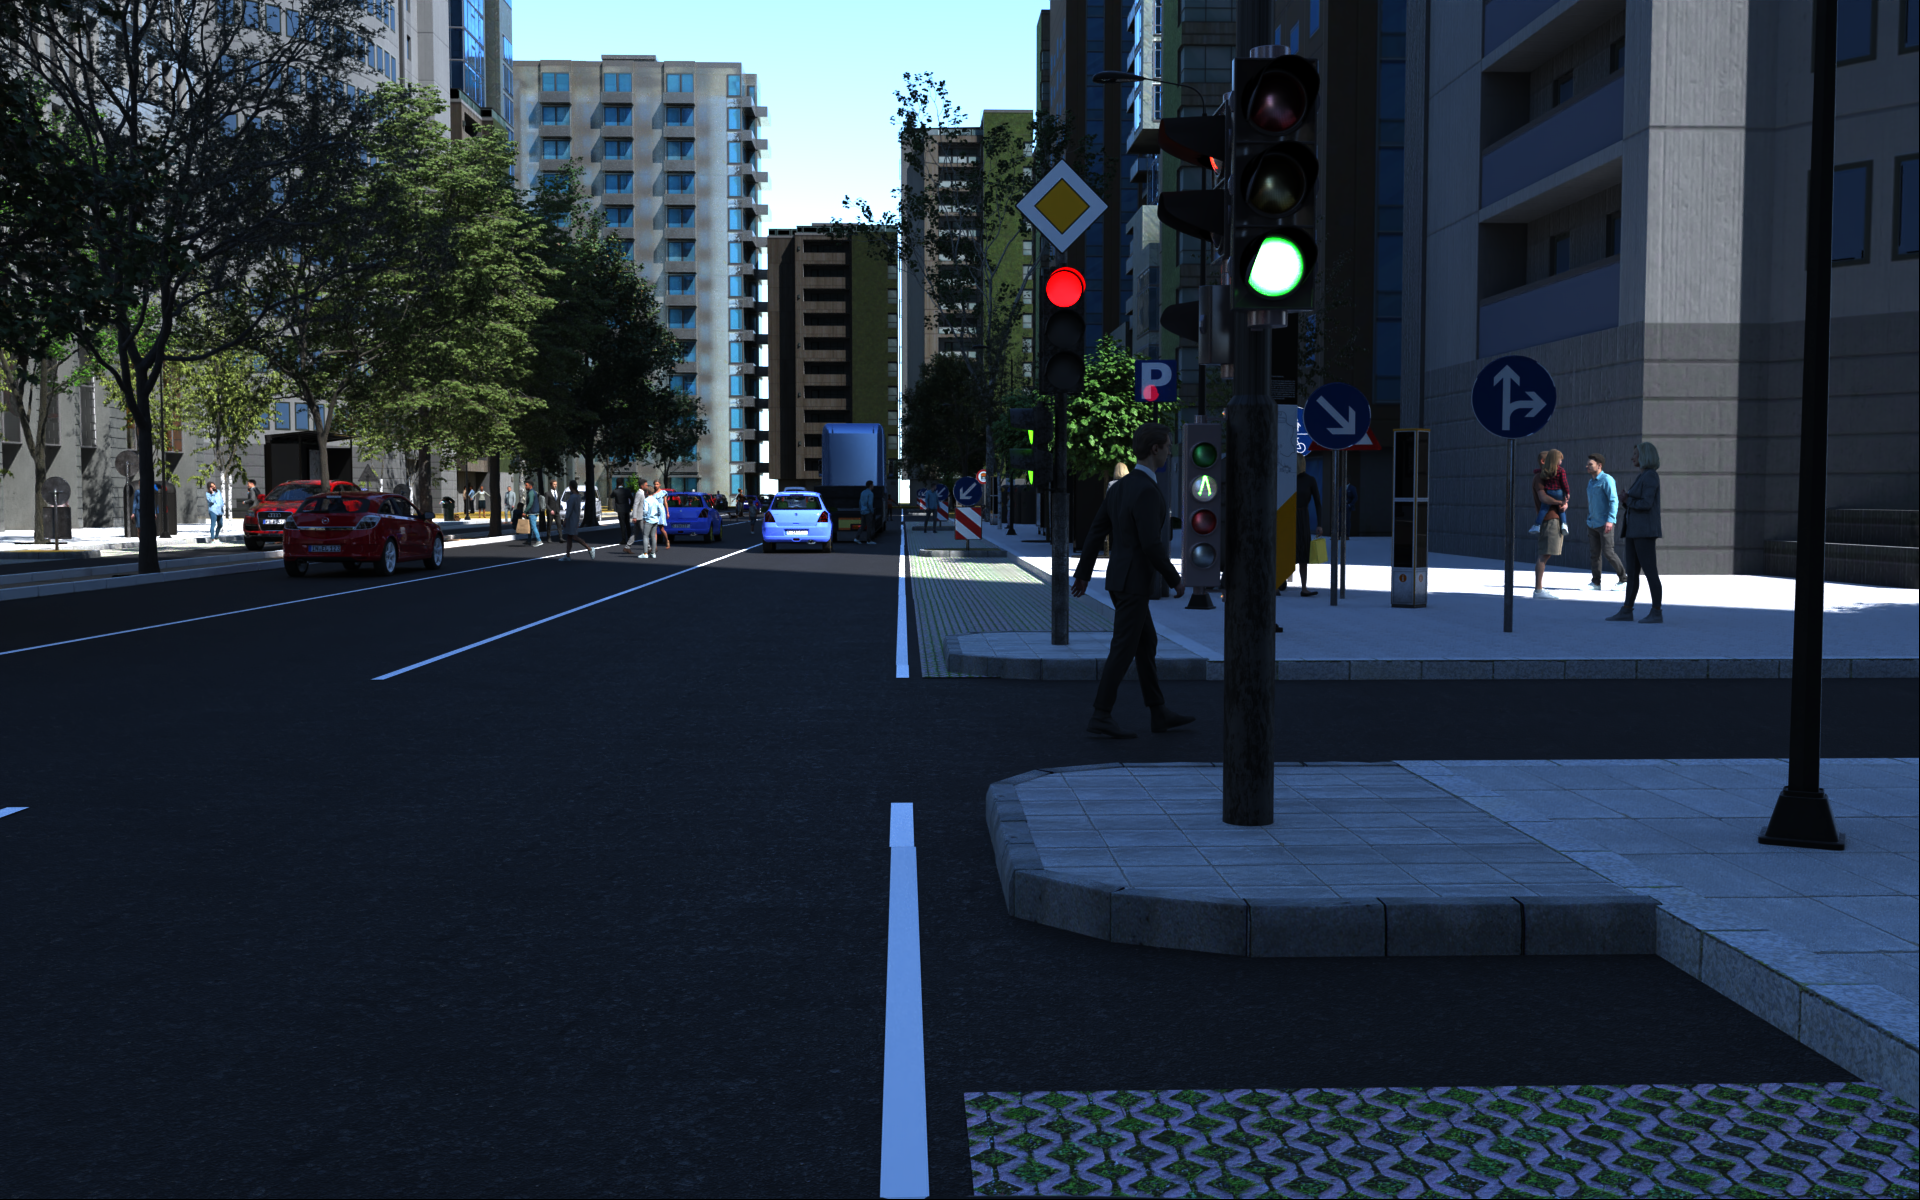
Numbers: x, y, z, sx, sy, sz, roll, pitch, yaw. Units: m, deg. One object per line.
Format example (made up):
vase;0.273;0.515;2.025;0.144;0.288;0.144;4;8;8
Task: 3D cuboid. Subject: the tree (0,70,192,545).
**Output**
tree;-23.529;-7.216;43.745;9.928;11.665;9.643;0;3;0

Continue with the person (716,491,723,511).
person;-20.266;-8.296;145.070;0.756;1.711;0.436;3;5;43

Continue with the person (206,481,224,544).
person;-21.410;-2.507;49.762;0.793;1.790;0.793;-1;4;-15

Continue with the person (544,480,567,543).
person;-11.775;-2.576;50.393;0.755;1.850;0.659;3;5;45

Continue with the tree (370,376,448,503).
tree;-24.396;-7.731;76.770;4.360;8.622;3.978;0;3;0

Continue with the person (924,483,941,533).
person;-1.030;-3.364;63.370;0.638;1.841;0.748;-2;4;-24

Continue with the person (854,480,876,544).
person;-2.721;-2.509;49.546;0.620;1.820;0.660;-3;5;-40

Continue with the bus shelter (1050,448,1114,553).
bus shelter;2.885;-3.031;40.844;1.731;3.624;6.357;0;4;-2

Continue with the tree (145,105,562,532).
tree;-14.330;-6.268;39.354;8.767;10.594;7.601;0;4;-2

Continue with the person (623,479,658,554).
person;-7.624;-1.989;41.291;0.850;1.792;0.678;0;4;-7

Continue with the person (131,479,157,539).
person;-20.237;-2.107;42.970;0.581;1.822;0.654;-1;4;-18

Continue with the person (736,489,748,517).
person;-13.598;-6.043;108.124;0.721;1.723;1.217;2;4;31

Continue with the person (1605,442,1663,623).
person;6.752;-0.676;17.272;0.526;1.800;0.537;1;4;16

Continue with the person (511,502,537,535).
person;-15.341;-2.833;60.321;1.012;1.151;0.738;2;4;31

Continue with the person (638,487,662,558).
person;-6.972;-1.754;38.988;0.330;1.601;0.589;3;5;42

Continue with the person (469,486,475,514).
person;-32.184;-6.608;114.069;0.705;1.826;1.348;1;4;10

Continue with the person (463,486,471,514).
person;-31.776;-6.450;111.505;0.705;1.823;1.348;0;4;1

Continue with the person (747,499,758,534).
person;-7.431;-2.993;62.121;0.352;1.250;0.332;-2;4;-23

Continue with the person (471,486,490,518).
person;-25.931;-5.330;93.978;1.217;1.735;0.721;-2;4;-26

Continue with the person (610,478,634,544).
person;-9.634;-2.538;49.355;0.648;1.900;0.474;-3;5;-44

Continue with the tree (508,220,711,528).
tree;-15.457;-9.337;72.123;9.611;12.733;9.660;0;3;0

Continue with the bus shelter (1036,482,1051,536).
bus shelter;3.330;-4.645;53.575;2.179;5.291;8.768;0;4;-2

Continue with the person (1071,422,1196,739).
person;1.094;-0.121;10.257;0.755;1.850;0.659;-1;4;-16

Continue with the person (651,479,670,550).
person;-7.761;-2.193;44.446;0.616;1.811;0.778;1;4;20

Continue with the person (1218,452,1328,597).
person;4.017;-0.964;22.020;0.699;1.804;1.509;-2;4;-28

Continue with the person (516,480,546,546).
person;-11.689;-2.364;47.138;0.713;1.824;0.794;1;4;15

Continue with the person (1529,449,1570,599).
person;7.229;-0.933;21.272;0.573;1.828;0.580;-1;4;-19

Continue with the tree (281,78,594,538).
tree;-14.858;-7.782;47.821;7.486;12.596;7.792;0;3;0

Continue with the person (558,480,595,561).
person;-8.220;-1.701;37.062;0.760;1.731;0.466;-2;4;-26

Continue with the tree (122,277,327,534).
tree;-23.665;-6.463;56.030;4.737;8.622;4.395;0;3;0

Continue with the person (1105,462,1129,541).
person;2.583;-1.363;28.518;0.709;1.800;0.728;0;4;1

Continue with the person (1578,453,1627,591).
person;8.568;-1.034;22.963;0.620;1.820;0.660;-1;4;-12

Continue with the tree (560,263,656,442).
tree;-15.178;-7.719;63.080;8.767;10.594;7.601;0;4;-2

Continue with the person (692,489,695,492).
person;-17.133;-6.285;111.988;0.721;1.736;1.217;-2;4;-27

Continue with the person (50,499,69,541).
person;-24.829;-2.489;47.404;0.598;1.740;0.731;3;5;42

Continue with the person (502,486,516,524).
person;-21.754;-4.589;83.627;0.635;1.810;0.391;1;4;10

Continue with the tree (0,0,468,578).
tree;-13.901;-7.119;29.222;12.009;13.543;11.850;0;3;0

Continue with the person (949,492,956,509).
person;-0.516;-8.600;146.283;1.348;1.869;0.705;-3;4;-37

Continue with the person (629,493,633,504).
person;-30.127;-9.245;157.875;0.551;1.740;0.621;-3;4;-38

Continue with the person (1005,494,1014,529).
person;1.824;-3.296;64.217;0.394;1.301;0.425;-1;4;-8

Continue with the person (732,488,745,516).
person;-14.169;-6.280;111.268;0.705;1.814;1.350;2;4;31

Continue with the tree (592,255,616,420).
tree;-14.968;-8.245;55.393;7.486;12.596;7.792;0;3;0

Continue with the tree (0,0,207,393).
tree;-13.477;-6.008;17.701;9.611;12.733;9.660;0;3;0

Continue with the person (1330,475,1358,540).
person;10.703;-2.564;48.152;0.721;1.800;0.419;3;5;42

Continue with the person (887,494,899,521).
person;-3.800;-4.994;93.413;1.065;1.426;0.557;-1;4;-12

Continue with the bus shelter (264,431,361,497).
bus shelter;-24.989;-4.638;67.109;1.731;3.624;6.357;0;4;-2

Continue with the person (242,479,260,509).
person;-19.957;-2.474;48.763;0.447;1.846;0.655;-1;4;-10

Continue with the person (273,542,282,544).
person;-19.374;-2.516;49.815;0.721;1.800;0.419;-1;4;-12
